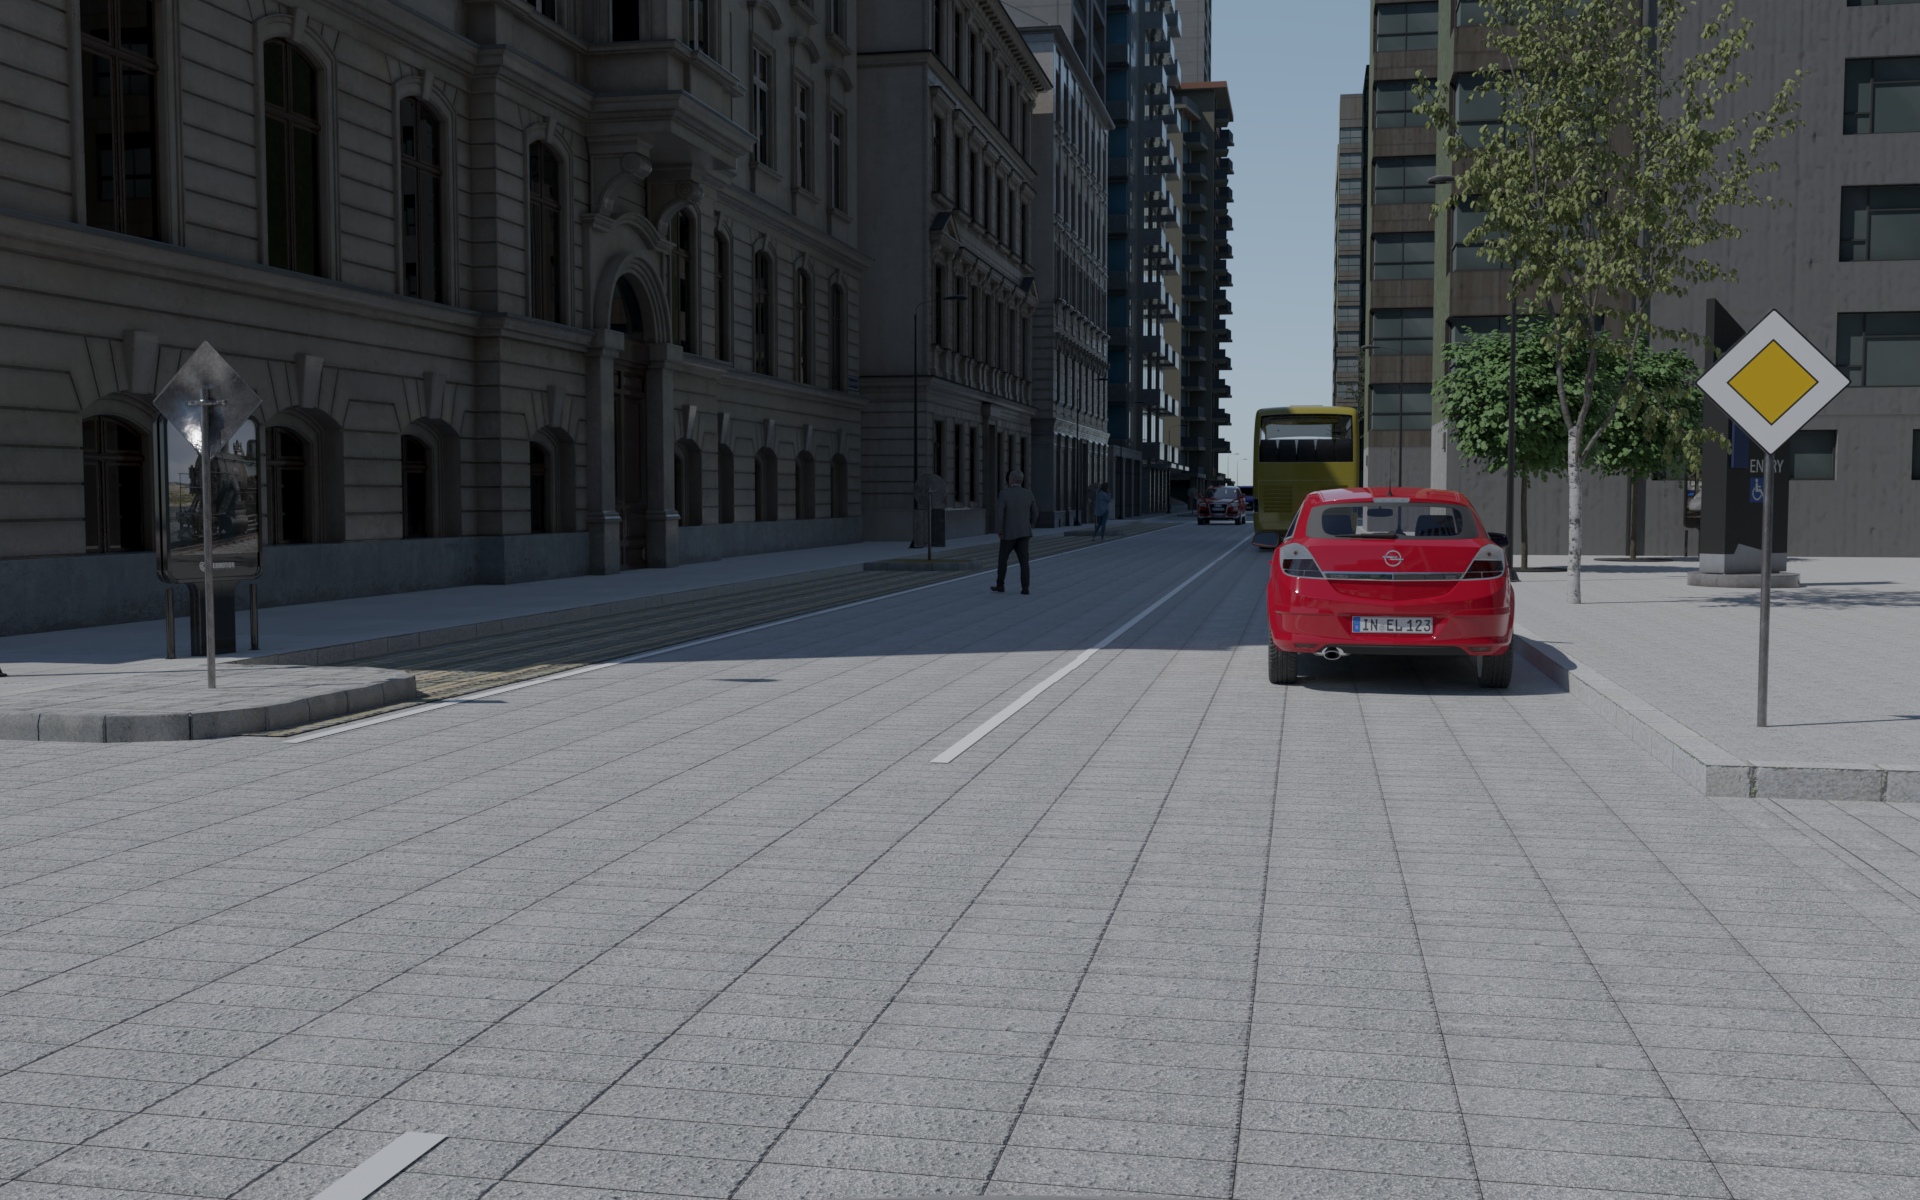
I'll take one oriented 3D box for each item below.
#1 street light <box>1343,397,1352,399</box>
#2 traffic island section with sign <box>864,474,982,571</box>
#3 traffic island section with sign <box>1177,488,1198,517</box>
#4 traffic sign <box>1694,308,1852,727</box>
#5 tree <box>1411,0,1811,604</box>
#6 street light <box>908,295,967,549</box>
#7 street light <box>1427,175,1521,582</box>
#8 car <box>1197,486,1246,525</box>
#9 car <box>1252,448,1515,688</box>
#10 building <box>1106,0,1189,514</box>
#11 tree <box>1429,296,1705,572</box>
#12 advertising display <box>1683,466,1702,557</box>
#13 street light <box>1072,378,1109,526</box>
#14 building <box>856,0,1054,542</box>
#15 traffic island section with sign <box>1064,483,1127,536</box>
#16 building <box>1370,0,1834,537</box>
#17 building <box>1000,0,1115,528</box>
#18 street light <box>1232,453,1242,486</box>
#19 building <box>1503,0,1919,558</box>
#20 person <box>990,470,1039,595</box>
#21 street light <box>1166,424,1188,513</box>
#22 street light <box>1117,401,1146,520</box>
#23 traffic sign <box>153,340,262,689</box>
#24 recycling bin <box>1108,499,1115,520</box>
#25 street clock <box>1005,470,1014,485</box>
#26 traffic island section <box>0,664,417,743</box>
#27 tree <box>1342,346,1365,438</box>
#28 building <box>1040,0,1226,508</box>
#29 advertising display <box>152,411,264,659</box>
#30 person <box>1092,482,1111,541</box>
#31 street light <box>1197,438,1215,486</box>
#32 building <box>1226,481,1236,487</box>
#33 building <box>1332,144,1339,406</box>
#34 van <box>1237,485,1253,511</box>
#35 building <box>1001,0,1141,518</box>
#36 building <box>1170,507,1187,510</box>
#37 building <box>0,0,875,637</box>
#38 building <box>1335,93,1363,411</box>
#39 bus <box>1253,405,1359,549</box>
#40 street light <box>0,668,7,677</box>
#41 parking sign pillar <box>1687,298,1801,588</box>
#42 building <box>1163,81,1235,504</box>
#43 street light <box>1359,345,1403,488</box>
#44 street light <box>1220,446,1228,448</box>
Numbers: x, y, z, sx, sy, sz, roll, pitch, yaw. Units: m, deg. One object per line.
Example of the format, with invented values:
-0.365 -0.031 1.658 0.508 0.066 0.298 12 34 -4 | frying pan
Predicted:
18.996 -6.745 82.827 1.470 5.913 1.316 1 4 11 | street light
-0.632 -1.485 32.914 1.989 1.847 2.006 1 4 11 | traffic island section with sign
14.765 -6.172 109.547 1.989 1.847 2.006 1 4 11 | traffic island section with sign
4.415 -0.357 9.481 0.795 2.450 0.064 1 4 11 | traffic sign
7.155 -4.246 19.786 4.737 8.622 4.395 0 3 0 | tree
-0.516 -4.166 40.653 1.470 5.913 1.316 1 4 11 | street light
7.506 -3.227 25.300 1.470 5.913 1.316 1 4 11 | street light
12.388 -4.471 81.773 2.281 1.827 5.304 1 4 13 | car
3.497 -0.327 14.385 2.155 1.783 4.494 1 4 11 | car
3.820 -30.757 122.487 23.786 49.044 30.456 1 4 11 | building
9.542 -2.766 28.946 4.285 4.588 4.351 0 3 0 | tree
15.293 -1.843 35.351 0.974 1.923 0.123 1 4 10 | advertising display
5.242 -5.925 69.414 1.470 5.913 1.316 1 4 11 | street light
-3.621 -11.695 55.833 10.561 19.102 19.286 1 4 11 | building
4.671 -3.102 59.345 1.989 1.847 2.006 1 4 11 | traffic island section with sign
22.069 -17.833 63.271 14.160 30.474 14.107 1 4 11 | building
0.710 -13.754 74.023 9.793 20.994 18.267 1 4 11 | building
31.238 -13.811 198.351 1.470 5.913 1.316 1 4 11 | street light
18.510 -16.477 41.100 14.160 30.474 14.107 1 4 11 | building
0.761 -0.984 24.981 0.661 1.777 0.834 -2 4 -28 | person
14.463 -8.734 115.346 1.470 5.913 1.316 1 4 11 | street light
8.596 -6.977 86.608 1.470 5.913 1.316 1 4 11 | street light
-4.938 -0.473 11.375 0.795 2.450 0.064 1 4 11 | traffic sign
7.303 -4.485 85.886 0.722 1.027 0.722 0 4 4 | recycling bin
1.624 -2.927 52.419 0.471 2.002 0.358 3 5 42 | street clock
-4.963 0.663 11.442 2.009 0.180 2.903 1 4 11 | traffic island section
19.760 -7.875 79.119 4.360 8.622 3.978 0 3 0 | tree
21.510 -46.998 206.665 20.563 71.187 20.611 1 4 11 | building
-5.971 -0.525 13.801 0.123 1.923 0.974 1 4 23 | advertising display
4.272 -2.668 52.381 0.793 1.790 0.793 2 4 29 | person
20.403 -10.537 144.824 1.470 5.913 1.316 1 4 11 | street light
20.617 -33.060 232.416 32.217 40.220 23.993 1 4 11 | building
59.765 -36.848 226.169 21.300 48.544 21.600 1 4 11 | building
19.922 -7.028 119.291 2.240 2.365 5.245 1 4 12 | van
-0.331 -40.245 96.265 20.563 71.187 20.611 1 4 11 | building
4.937 -28.046 150.431 32.217 40.220 23.993 1 4 11 | building
-10.936 -12.854 29.248 14.460 24.649 34.723 1 4 11 | building
46.107 -30.309 179.140 14.154 41.232 14.086 1 4 11 | building
9.535 -3.444 47.864 2.896 3.916 12.252 1 4 11 | bus
-6.345 -2.404 11.848 1.470 5.913 1.316 1 4 11 | street light
10.955 -2.180 24.116 1.447 3.967 1.447 -2 4 -28 | parking sign pillar
17.329 -32.309 182.879 22.147 44.769 28.867 1 4 11 | building
13.202 -4.987 54.074 1.470 5.913 1.316 1 4 11 | street light
25.415 -12.016 169.005 1.470 5.913 1.316 1 4 11 | street light
